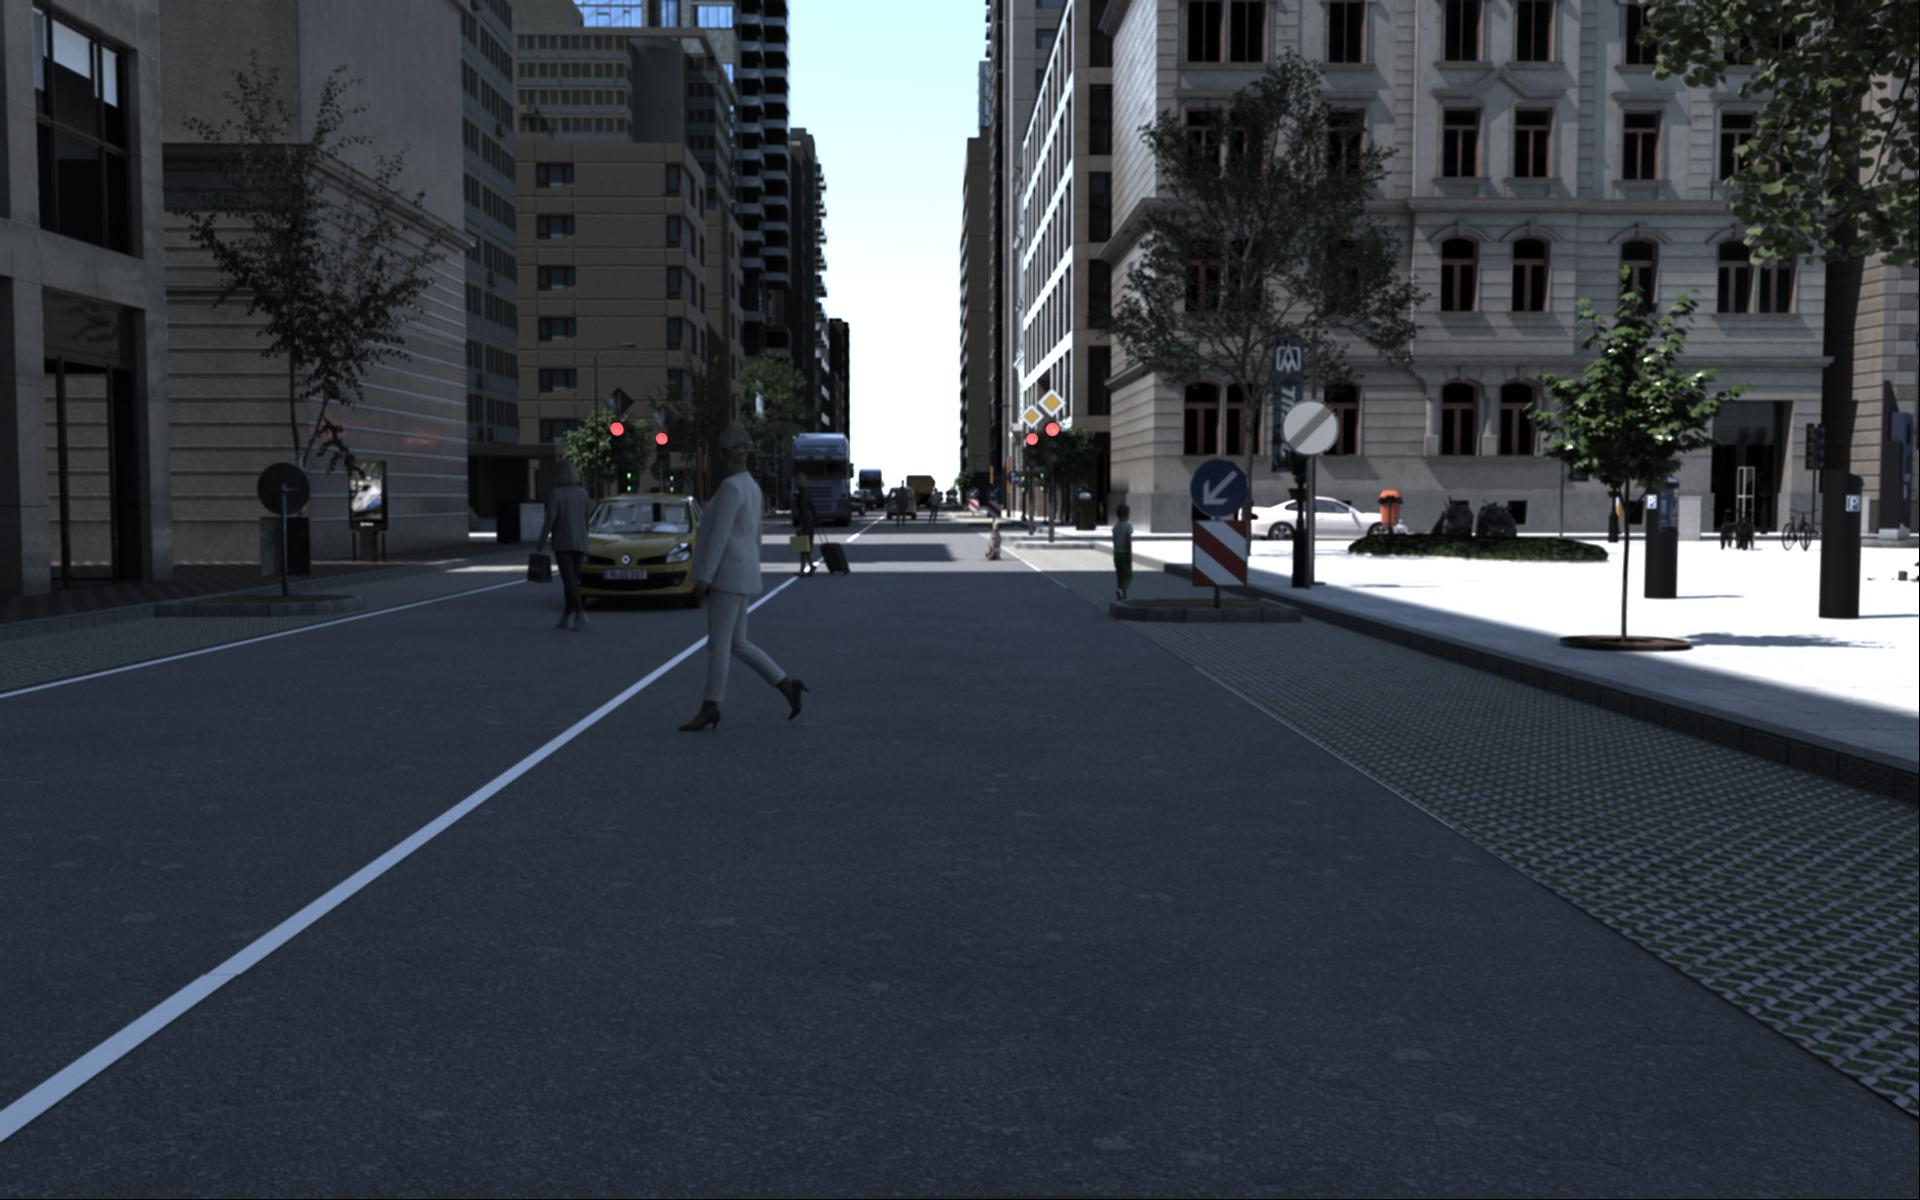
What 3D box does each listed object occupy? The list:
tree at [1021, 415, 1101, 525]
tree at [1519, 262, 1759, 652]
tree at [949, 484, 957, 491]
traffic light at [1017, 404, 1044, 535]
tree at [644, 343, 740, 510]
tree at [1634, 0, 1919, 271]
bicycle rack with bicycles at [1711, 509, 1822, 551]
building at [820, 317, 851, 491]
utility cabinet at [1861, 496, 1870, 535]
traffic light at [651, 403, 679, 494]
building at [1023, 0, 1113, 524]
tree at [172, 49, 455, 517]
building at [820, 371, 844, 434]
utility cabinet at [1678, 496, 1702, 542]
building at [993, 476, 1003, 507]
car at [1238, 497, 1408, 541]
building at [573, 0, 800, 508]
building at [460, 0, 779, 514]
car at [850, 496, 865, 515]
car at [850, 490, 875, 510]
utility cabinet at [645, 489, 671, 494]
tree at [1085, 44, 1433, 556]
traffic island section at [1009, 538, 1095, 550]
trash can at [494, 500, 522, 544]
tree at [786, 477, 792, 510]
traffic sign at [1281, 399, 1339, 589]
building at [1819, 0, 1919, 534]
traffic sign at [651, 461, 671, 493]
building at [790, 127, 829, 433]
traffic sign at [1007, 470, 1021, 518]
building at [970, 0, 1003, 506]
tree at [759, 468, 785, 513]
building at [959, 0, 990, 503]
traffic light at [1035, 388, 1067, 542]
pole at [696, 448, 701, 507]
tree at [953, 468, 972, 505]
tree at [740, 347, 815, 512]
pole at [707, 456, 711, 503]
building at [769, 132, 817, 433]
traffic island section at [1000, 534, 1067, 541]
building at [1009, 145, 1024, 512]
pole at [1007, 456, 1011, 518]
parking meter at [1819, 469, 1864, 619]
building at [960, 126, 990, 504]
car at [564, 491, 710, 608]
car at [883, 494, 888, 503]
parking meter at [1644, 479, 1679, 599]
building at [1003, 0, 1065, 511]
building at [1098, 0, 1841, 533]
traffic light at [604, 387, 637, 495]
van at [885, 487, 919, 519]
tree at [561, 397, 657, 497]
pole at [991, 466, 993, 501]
[{"bbox_3d":[4.163,-5.384,71.749,4.285,4.588,4.351,0,3,0],"label":"tree"},{"bbox_3d":[5.596,-1.226,14.644,1.663,3.219,1.824,0,3,0],"label":"tree"},{"bbox_3d":[-0.910,-17.054,273.426,1.663,3.219,1.824,0,3,0],"label":"tree"},{"bbox_3d":[2.204,-3.973,53.878,0.839,4.253,0.868,0,4,-1],"label":"traffic light"},{"bbox_3d":[-12.715,-8.136,83.390,4.737,8.622,4.395,0,3,0],"label":"tree"},{"bbox_3d":[6.569,-5.437,7.023,7.486,12.596,7.792,0,3,0],"label":"tree"},{"bbox_3d":[18.597,-1.629,40.009,2.852,0.926,2.925,3,4,38],"label":"bicycle rack with bicycles"},{"bbox_3d":[-24.969,-31.035,279.130,14.160,30.474,14.107,0,4,-1],"label":"building"},{"bbox_3d":[28.706,-2.681,55.002,0.306,1.237,1.020,2,4,27],"label":"utility cabinet"},{"bbox_3d":[-9.153,-3.954,53.574,0.839,4.253,0.868,0,4,-1],"label":"traffic light"},{"bbox_3d":[13.997,-17.551,91.476,19.350,26.468,34.151,0,4,-1],"label":"building"},{"bbox_3d":[-11.118,-4.851,29.671,4.360,8.622,3.978,0,3,0],"label":"tree"},{"bbox_3d":[-31.660,-25.243,257.764,27.650,21.520,28.899,0,4,-1],"label":"building"},{"bbox_3d":[19.571,-2.195,47.053,1.020,1.237,0.306,1,4,15],"label":"utility cabinet"},{"bbox_3d":[19.383,-29.347,171.698,32.217,40.220,23.993,0,4,-1],"label":"building"},{"bbox_3d":[10.365,-2.277,49.593,4.827,1.381,2.083,0,4,-1],"label":"car"},{"bbox_3d":[-26.413,-52.224,166.531,22.319,86.520,31.000,0,4,-1],"label":"building"},{"bbox_3d":[-31.364,-27.397,139.815,32.217,40.220,23.993,0,4,-1],"label":"building"},{"bbox_3d":[-7.402,-6.445,117.954,1.945,1.354,3.894,0,4,0],"label":"car"},{"bbox_3d":[-8.712,-8.918,154.484,2.281,1.827,5.304,0,4,-3],"label":"car"},{"bbox_3d":[-14.126,-4.424,81.019,1.173,1.500,0.318,1,4,17],"label":"utility cabinet"},{"bbox_3d":[6.199,-6.182,35.494,7.601,10.594,8.767,-1,4,-17],"label":"tree"},{"bbox_3d":[2.447,-1.451,46.010,2.009,0.180,2.903,0,4,-1],"label":"traffic island section"},{"bbox_3d":[-11.714,-2.035,44.927,0.748,1.137,0.748,0,3,0],"label":"trash can"},{"bbox_3d":[-13.613,-9.015,142.004,1.663,3.219,1.824,0,3,0],"label":"tree"},{"bbox_3d":[4.709,-1.423,23.375,0.768,2.556,0.104,0,4,7],"label":"traffic sign"},{"bbox_3d":[41.556,-16.132,61.021,25.104,27.353,12.463,0,4,-1],"label":"building"},{"bbox_3d":[-11.139,-3.937,64.480,0.768,2.556,0.104,0,4,3],"label":"traffic sign"},{"bbox_3d":[-28.801,-37.172,227.365,23.786,49.044,30.456,0,4,-1],"label":"building"},{"bbox_3d":[2.910,-5.709,93.453,0.768,2.556,0.104,0,4,-1],"label":"traffic sign"},{"bbox_3d":[11.755,-46.152,192.836,20.563,71.187,20.611,0,4,-1],"label":"building"},{"bbox_3d":[-13.408,-7.575,118.450,1.663,3.219,1.824,0,3,0],"label":"tree"},{"bbox_3d":[11.398,-57.325,249.927,22.319,86.520,31.000,0,4,-1],"label":"building"},{"bbox_3d":[2.407,-3.485,45.895,0.839,4.253,0.868,0,4,-1],"label":"traffic light"},{"bbox_3d":[-11.519,-5.044,76.319,0.158,3.312,0.155,0,3,0],"label":"pole"},{"bbox_3d":[0.730,-13.983,212.335,4.285,4.588,4.351,0,3,0],"label":"tree"},{"bbox_3d":[-14.088,-12.116,123.852,9.928,11.665,9.643,0,3,0],"label":"tree"},{"bbox_3d":[-13.431,-6.050,92.762,0.158,3.312,0.155,0,3,0],"label":"pole"},{"bbox_3d":[-23.268,-31.032,190.963,14.154,41.232,14.086,0,4,-1],"label":"building"},{"bbox_3d":[2.245,-1.940,53.992,2.009,0.180,2.903,0,4,-1],"label":"traffic island section"},{"bbox_3d":[10.684,-20.366,118.880,13.634,28.700,20.117,0,4,-1],"label":"building"},{"bbox_3d":[2.648,-6.123,93.948,0.158,3.312,0.155,0,3,0],"label":"pole"},{"bbox_3d":[9.105,-0.580,17.901,0.372,1.533,0.369,0,3,0],"label":"parking meter"},{"bbox_3d":[11.268,-36.750,224.563,21.300,48.544,21.600,0,4,-1],"label":"building"},{"bbox_3d":[-4.160,-0.778,22.949,2.015,1.641,3.980,0,4,-3],"label":"car"},{"bbox_3d":[-10.112,-13.453,228.759,1.959,1.807,4.718,0,4,-3],"label":"car"},{"bbox_3d":[8.629,-0.788,21.295,0.372,1.533,0.369,0,3,0],"label":"parking meter"},{"bbox_3d":[14.097,-36.877,144.943,21.231,58.520,28.212,0,4,-1],"label":"building"},{"bbox_3d":[17.187,-16.809,62.211,23.554,28.519,14.401,0,4,-1],"label":"building"},{"bbox_3d":[-8.950,-3.466,45.592,0.839,4.253,0.868,0,4,-1],"label":"traffic light"},{"bbox_3d":[-3.355,-5.670,99.715,2.013,2.044,4.112,0,4,0],"label":"van"},{"bbox_3d":[-11.777,-4.576,58.527,4.285,4.588,4.351,0,3,0],"label":"tree"},{"bbox_3d":[2.326,-8.075,125.871,0.158,3.312,0.155,0,3,0],"label":"pole"}]
